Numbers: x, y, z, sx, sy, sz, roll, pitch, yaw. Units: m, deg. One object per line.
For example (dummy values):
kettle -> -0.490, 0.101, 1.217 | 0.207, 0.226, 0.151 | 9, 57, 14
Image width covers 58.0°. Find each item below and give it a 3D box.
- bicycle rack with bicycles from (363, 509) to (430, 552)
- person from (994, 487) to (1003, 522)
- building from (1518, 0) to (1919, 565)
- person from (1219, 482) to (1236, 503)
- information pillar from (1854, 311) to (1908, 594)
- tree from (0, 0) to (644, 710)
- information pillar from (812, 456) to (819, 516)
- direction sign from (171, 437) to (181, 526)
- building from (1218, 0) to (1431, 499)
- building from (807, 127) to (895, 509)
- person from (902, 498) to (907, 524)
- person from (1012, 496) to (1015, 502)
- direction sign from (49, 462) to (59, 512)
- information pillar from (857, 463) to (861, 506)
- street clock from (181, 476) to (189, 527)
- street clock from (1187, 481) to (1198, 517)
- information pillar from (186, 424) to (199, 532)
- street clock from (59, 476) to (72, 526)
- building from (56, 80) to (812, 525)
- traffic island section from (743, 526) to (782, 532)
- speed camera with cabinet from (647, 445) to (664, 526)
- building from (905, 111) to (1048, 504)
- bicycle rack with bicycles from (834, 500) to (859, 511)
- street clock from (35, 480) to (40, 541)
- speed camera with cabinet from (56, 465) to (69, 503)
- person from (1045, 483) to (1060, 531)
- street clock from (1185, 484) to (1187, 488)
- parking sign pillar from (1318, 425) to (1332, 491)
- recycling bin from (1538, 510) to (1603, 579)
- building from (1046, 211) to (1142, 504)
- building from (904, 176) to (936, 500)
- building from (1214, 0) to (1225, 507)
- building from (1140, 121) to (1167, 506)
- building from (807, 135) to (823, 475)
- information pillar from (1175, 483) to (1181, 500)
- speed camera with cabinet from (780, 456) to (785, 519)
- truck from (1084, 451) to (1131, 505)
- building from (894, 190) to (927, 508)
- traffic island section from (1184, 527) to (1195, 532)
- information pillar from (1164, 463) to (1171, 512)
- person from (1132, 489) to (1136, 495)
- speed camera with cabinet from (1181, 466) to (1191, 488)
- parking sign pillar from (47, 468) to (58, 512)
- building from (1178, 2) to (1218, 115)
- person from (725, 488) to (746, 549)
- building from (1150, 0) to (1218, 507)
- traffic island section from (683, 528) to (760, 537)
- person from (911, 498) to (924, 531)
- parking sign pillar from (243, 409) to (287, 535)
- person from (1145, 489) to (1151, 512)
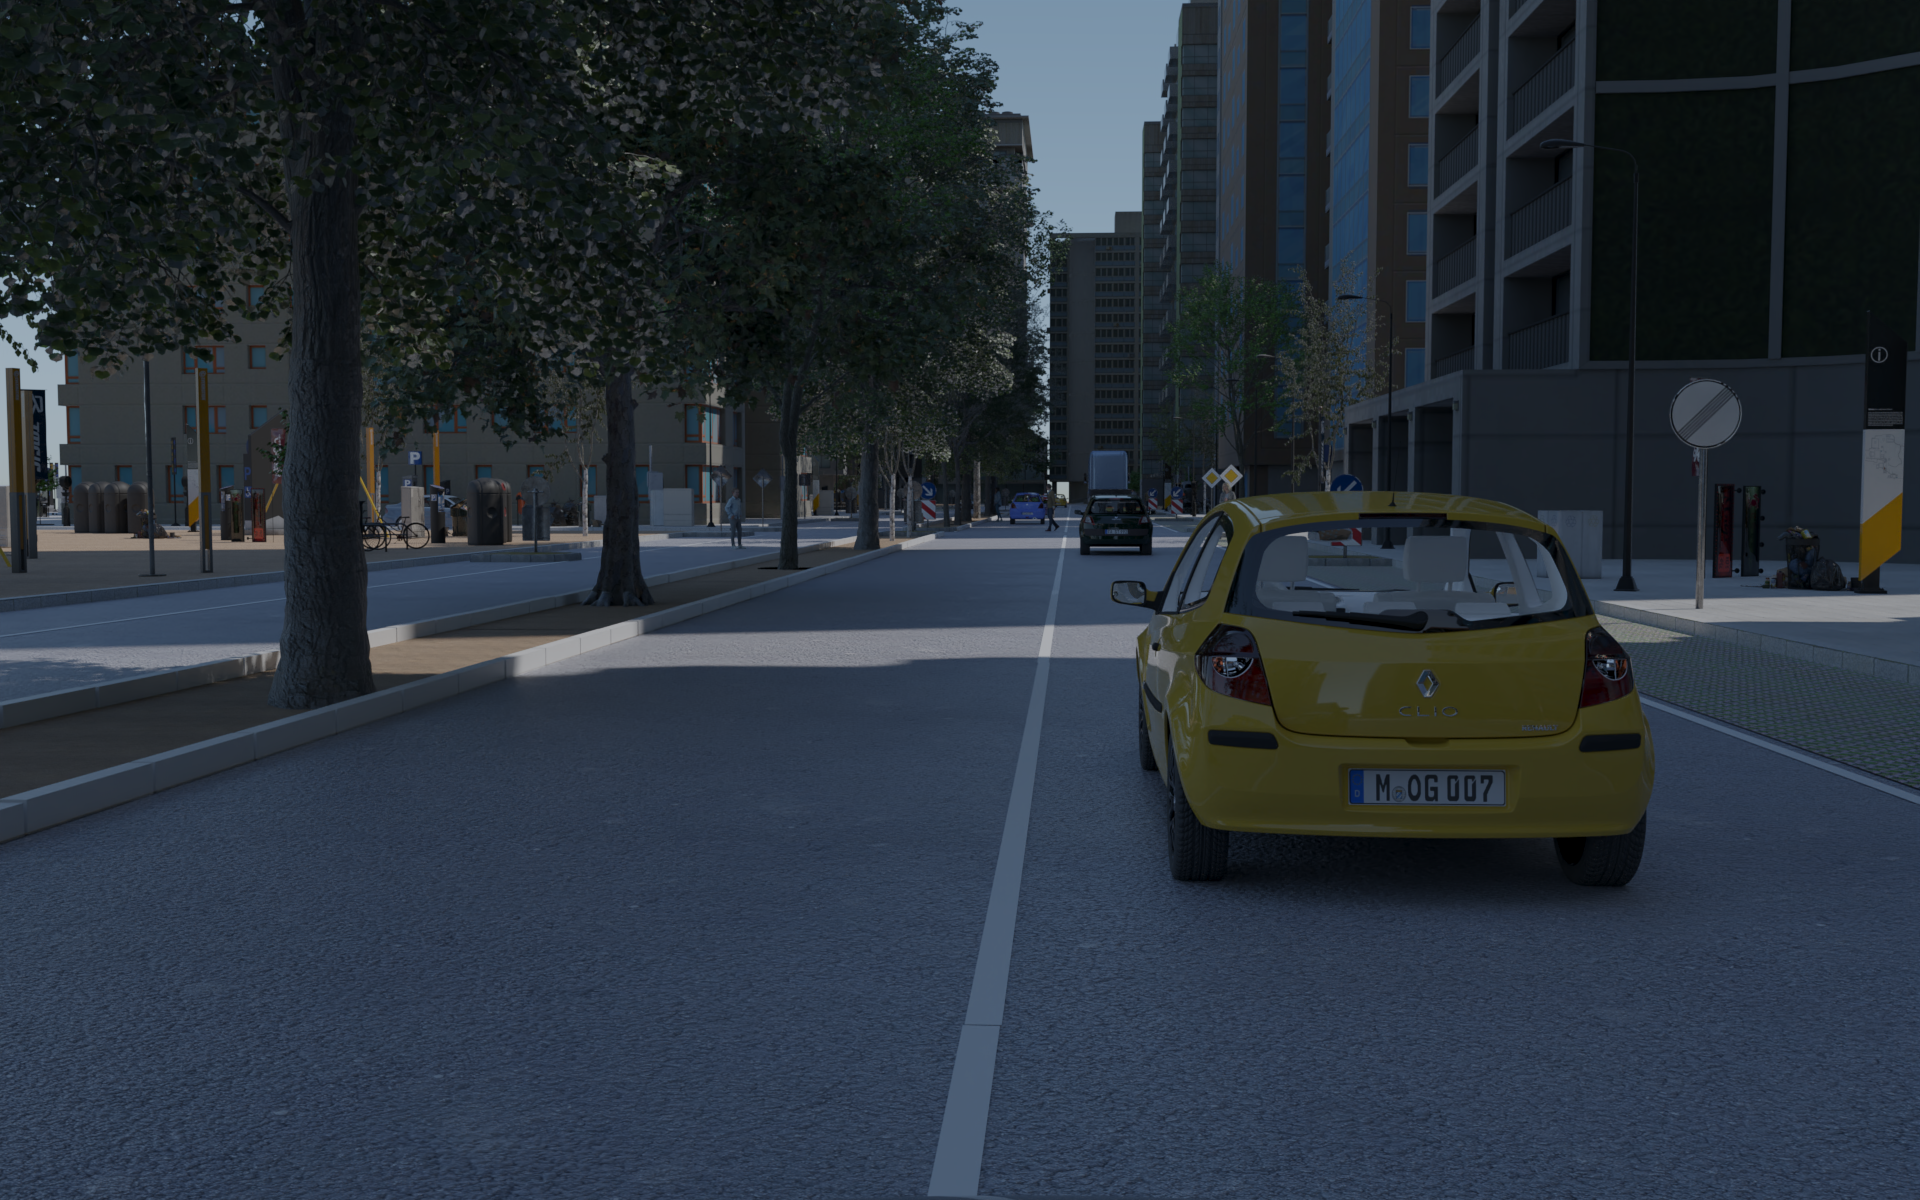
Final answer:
bicycle rack with bicycles -> -13.804, -1.585, 39.301 | 2.925, 0.926, 2.852 | 0, 4, -2
person -> 2.006, -5.001, 90.527 | 0.793, 1.790, 0.793 | -3, 4, -38
building -> 20.345, -36.555, 35.924 | 20.563, 71.187, 20.611 | 0, 4, 4
person -> 8.421, -2.810, 54.629 | 0.537, 1.800, 0.526 | 2, 4, 32
information pillar -> 11.828, -1.888, 22.221 | 0.504, 3.616, 0.183 | 1, 4, 9
tree -> -4.337, -6.259, 11.454 | 9.857, 13.997, 8.962 | 0, 3, 0
information pillar -> -8.507, -6.780, 102.205 | 0.504, 3.616, 0.183 | 3, 5, 42
direction sign -> -31.457, -4.732, 69.358 | 0.379, 3.537, 0.876 | -2, 4, -34
building -> 20.995, -26.838, 88.909 | 14.600, 45.320, 14.200 | 0, 4, 4
building -> -13.354, -28.513, 149.777 | 14.154, 41.232, 14.086 | 0, 4, 4
person -> -2.472, -4.512, 82.470 | 0.583, 1.804, 0.606 | -1, 4, -9
person -> 3.251, -5.676, 105.586 | 0.425, 1.301, 0.394 | -2, 4, -30
direction sign -> -64.966, -8.090, 124.275 | 0.379, 3.537, 0.876 | 1, 4, 11
information pillar -> -6.823, -7.814, 119.114 | 0.504, 3.616, 0.183 | -1, 4, -10
street clock -> -30.490, -3.903, 68.377 | 0.358, 2.002, 0.471 | 0, 4, 6
street clock -> 13.277, -5.722, 98.122 | 0.358, 2.002, 0.471 | 2, 4, 26
information pillar -> -25.705, -4.085, 58.152 | 0.504, 3.616, 0.183 | 1, 4, 10
street clock -> -35.388, -3.914, 68.569 | 0.358, 2.002, 0.471 | 1, 4, 11
building -> -23.323, -14.751, 86.212 | 27.650, 21.520, 28.899 | 0, 4, 4
traffic island section -> -7.655, -2.740, 67.086 | 2.009, 0.180, 2.903 | 0, 4, 4
speed camera with cabinet -> -12.212, -4.622, 69.908 | 0.660, 3.252, 2.038 | -1, 4, -16
building -> -1.793, -39.740, 238.991 | 27.495, 52.752, 28.713 | 0, 4, 4
bicycle rack with bicycles -> -8.217, -7.248, 131.882 | 2.852, 0.926, 2.925 | 3, 4, 38
street clock -> -25.033, -2.577, 46.696 | 0.471, 2.002, 0.358 | 0, 4, -6
speed camera with cabinet -> -45.939, -5.865, 90.230 | 0.660, 3.252, 2.038 | 3, 4, 38
person -> 3.513, -3.570, 66.773 | 0.836, 1.842, 0.656 | -3, 5, -44
street clock -> 16.030, -7.168, 121.773 | 0.358, 2.002, 0.471 | 3, 5, 44
parking sign pillar -> 14.437, -4.899, 68.567 | 1.447, 3.967, 1.447 | 1, 4, 17
recycling bin -> 9.314, -0.851, 26.467 | 0.722, 1.027, 0.722 | -1, 4, -10
building -> 24.094, -33.569, 240.740 | 23.993, 40.220, 32.217 | 0, 4, 4
building -> -14.870, -31.201, 202.012 | 23.993, 40.220, 32.217 | 0, 4, 4
building -> 29.137, -35.647, 124.823 | 21.231, 58.520, 28.212 | 0, 4, 4
building -> 27.128, -31.137, 192.685 | 14.154, 41.232, 14.086 | 0, 4, 4
building -> -21.772, -28.604, 122.293 | 22.147, 44.769, 28.867 | 0, 4, 4
information pillar -> 14.688, -6.858, 116.621 | 0.304, 2.012, 0.304 | -2, 4, -32
speed camera with cabinet -> -8.867, -5.751, 88.364 | 0.660, 3.252, 2.038 | 0, 4, -5
truck -> 8.976, -6.880, 102.244 | 2.967, 4.110, 18.799 | 0, 4, 3
building -> -10.791, -23.997, 164.051 | 14.160, 30.474, 14.107 | 0, 4, 4
traffic island section -> 9.600, -2.672, 65.965 | 2.009, 0.180, 2.903 | 0, 4, 4
information pillar -> 15.239, -8.299, 127.036 | 0.504, 3.616, 0.183 | 0, 4, 3
person -> 13.909, -7.929, 137.981 | 0.795, 1.843, 0.661 | 3, 5, 40
speed camera with cabinet -> 16.063, -7.934, 124.060 | 0.660, 3.252, 2.038 | 0, 4, -3
parking sign pillar -> -66.190, -8.372, 125.347 | 1.447, 3.967, 1.447 | 0, 4, 0
building -> 25.483, -28.412, 148.135 | 14.154, 41.232, 14.086 | 0, 4, 4
person -> -5.847, -2.126, 45.066 | 0.330, 1.601, 0.589 | 3, 5, 42
building -> 31.148, -33.658, 169.911 | 23.786, 49.044, 30.456 | 0, 4, 4
traffic island section -> -8.172, -2.253, 59.117 | 2.009, 0.180, 2.903 | 0, 4, 4
person -> -1.662, -3.389, 64.395 | 0.515, 1.767, 0.782 | -1, 4, -20
parking sign pillar -> -21.748, -4.024, 54.257 | 1.447, 3.967, 1.447 | 2, 4, 33
person -> 14.623, -7.688, 134.113 | 0.656, 1.842, 0.836 | 0, 4, 0
